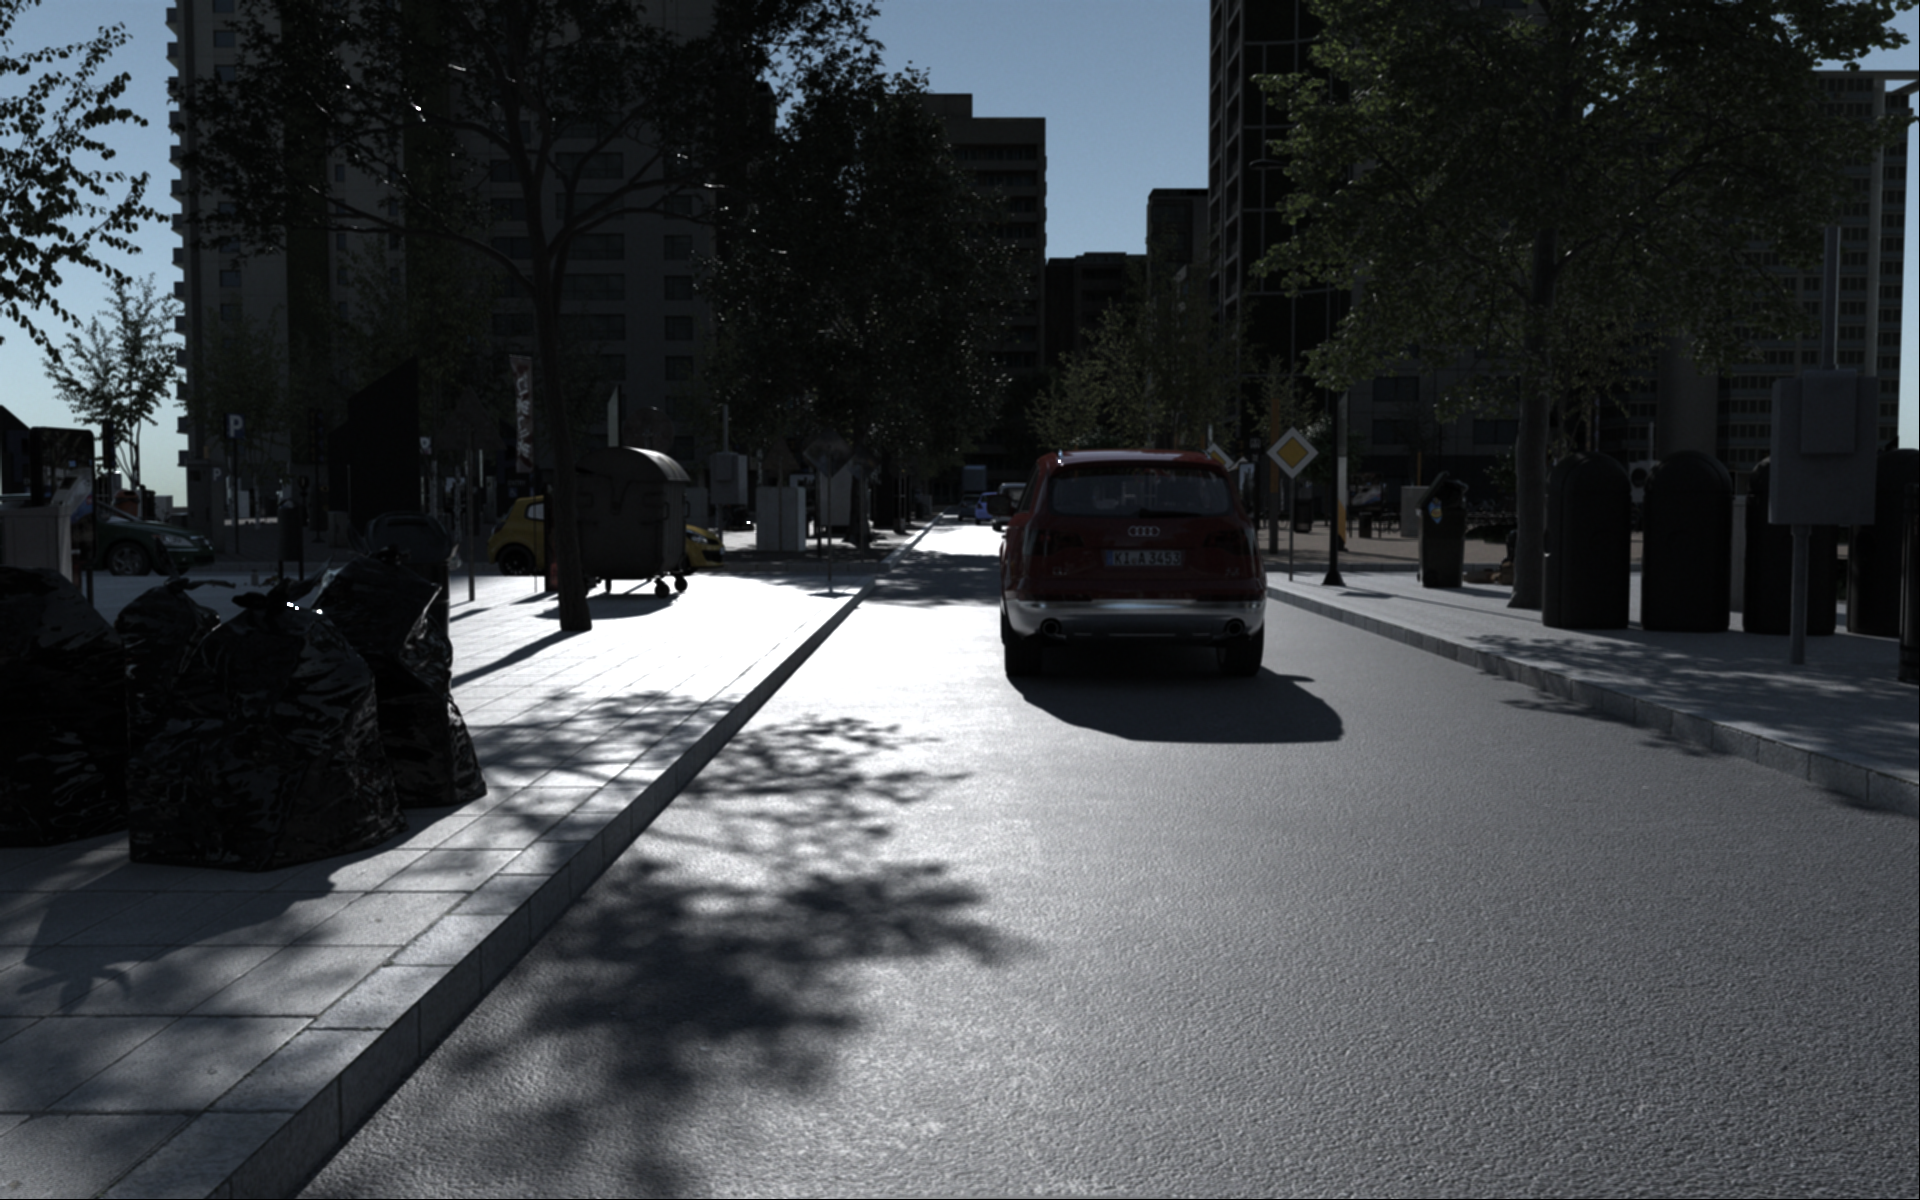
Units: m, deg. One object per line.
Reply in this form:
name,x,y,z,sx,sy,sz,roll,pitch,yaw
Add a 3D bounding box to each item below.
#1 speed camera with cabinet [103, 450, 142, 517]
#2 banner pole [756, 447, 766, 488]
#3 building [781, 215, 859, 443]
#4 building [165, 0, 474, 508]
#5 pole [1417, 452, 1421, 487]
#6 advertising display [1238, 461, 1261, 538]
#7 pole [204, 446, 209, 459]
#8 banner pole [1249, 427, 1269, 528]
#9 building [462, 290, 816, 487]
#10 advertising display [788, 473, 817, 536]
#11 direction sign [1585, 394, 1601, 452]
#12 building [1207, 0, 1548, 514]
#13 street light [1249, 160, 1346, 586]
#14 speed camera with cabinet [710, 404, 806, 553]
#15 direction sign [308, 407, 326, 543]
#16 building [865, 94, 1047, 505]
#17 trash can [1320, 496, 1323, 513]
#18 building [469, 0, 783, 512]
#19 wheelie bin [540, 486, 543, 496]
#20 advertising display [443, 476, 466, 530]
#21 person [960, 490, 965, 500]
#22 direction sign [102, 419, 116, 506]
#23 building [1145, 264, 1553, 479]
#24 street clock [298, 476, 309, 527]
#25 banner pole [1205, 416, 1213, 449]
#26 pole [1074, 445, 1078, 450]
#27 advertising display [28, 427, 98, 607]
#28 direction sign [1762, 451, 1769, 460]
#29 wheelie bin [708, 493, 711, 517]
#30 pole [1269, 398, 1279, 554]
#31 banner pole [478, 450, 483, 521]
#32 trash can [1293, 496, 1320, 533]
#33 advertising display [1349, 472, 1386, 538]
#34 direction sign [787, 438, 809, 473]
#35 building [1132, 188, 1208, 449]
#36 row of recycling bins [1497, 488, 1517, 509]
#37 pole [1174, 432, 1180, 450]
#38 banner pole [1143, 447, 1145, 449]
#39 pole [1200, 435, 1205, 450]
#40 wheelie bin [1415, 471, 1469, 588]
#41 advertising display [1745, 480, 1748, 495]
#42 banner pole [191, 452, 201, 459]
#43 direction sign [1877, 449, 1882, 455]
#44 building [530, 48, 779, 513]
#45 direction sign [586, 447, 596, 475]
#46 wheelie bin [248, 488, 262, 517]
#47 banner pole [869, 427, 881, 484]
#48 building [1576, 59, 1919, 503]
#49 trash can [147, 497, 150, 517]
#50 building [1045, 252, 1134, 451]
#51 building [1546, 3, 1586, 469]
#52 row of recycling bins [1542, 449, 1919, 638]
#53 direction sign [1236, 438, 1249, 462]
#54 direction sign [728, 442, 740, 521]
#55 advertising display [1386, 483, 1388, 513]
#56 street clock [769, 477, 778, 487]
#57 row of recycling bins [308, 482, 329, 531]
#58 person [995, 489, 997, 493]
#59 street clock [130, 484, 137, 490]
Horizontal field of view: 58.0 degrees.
speed camera with cabinet,-35.360,-4.811,72.996,0.660,3.252,2.038,0,4,7
banner pole,-9.353,-5.620,81.901,0.401,3.779,0.863,2,4,33
building,-23.318,-32.233,218.894,23.993,40.220,32.217,0,4,0
building,-57.240,-37.947,162.435,28.212,58.520,21.231,0,4,0
pole,22.221,-5.505,83.855,0.158,3.312,0.155,0,3,0
advertising display,5.755,-1.792,34.514,0.123,1.923,0.974,-1,4,-11
pole,-31.839,-4.857,73.263,0.158,3.312,0.155,0,3,0
banner pole,11.250,-4.594,65.131,0.863,3.779,0.401,1,4,20
building,-27.652,-19.295,160.506,28.899,21.520,27.650,0,4,0
advertising display,-4.781,-2.907,52.739,0.974,1.923,0.123,2,4,24
direction sign,14.440,-2.910,39.582,0.379,3.537,0.876,0,4,1
building,26.457,-41.567,117.880,20.563,71.187,20.611,0,4,0
street light,4.723,-3.163,24.251,1.470,5.913,1.316,0,4,0
speed camera with cabinet,-4.455,-2.686,38.259,2.038,3.252,0.660,1,4,14
direction sign,-16.992,-3.288,45.759,0.379,3.537,0.876,0,4,3
building,-0.533,-36.066,213.374,21.600,48.544,21.300,0,4,0
trash can,21.708,-5.738,105.471,0.748,1.137,0.748,0,3,0
building,-24.371,-42.440,132.138,20.563,71.187,20.611,0,4,0
wheelie bin,-16.082,-3.676,68.012,0.980,1.594,0.693,-2,4,-26
advertising display,-18.131,-3.495,62.361,0.974,1.923,0.123,-3,5,-43
person,0.170,-7.703,134.993,0.434,1.755,0.990,1,4,16
direction sign,-26.051,-3.734,53.056,0.379,3.537,0.876,0,4,-5
building,30.798,-18.316,144.503,27.650,21.520,28.899,0,4,0
street clock,-25.870,-3.898,68.306,0.471,2.002,0.358,3,5,41
banner pole,7.876,-3.966,54.861,0.401,3.779,0.863,2,4,24
pole,4.786,-4.744,71.405,0.158,3.312,0.155,0,3,0
advertising display,-8.793,-0.722,17.018,0.123,1.923,0.974,0,4,2
direction sign,42.203,-6.007,90.207,0.876,3.537,0.379,1,4,19
wheelie bin,-14.418,-5.464,97.241,0.980,1.594,0.693,-3,4,-38
pole,6.702,-2.635,36.933,0.158,3.312,0.155,0,3,0
banner pole,-22.563,-5.595,81.492,0.401,3.779,0.863,-2,4,-30
trash can,11.291,-2.781,57.118,0.748,1.137,0.748,0,3,0
advertising display,11.932,-2.796,50.930,0.974,1.923,0.123,2,4,23
direction sign,-6.517,-4.753,69.708,0.876,3.537,0.379,0,4,-1
building,24.640,-24.120,166.057,14.160,30.474,14.107,0,4,0
row of recycling bins,32.233,-5.764,101.359,1.069,1.692,3.534,0,4,4
pole,7.154,-3.875,57.202,0.158,3.312,0.155,0,3,0
banner pole,9.913,-6.214,91.620,0.863,3.779,0.401,-2,4,-31
pole,8.396,-4.048,60.035,0.158,3.312,0.155,0,3,0
wheelie bin,6.681,-0.984,23.990,0.693,1.594,0.980,1,4,8
advertising display,36.807,-4.574,79.996,0.974,1.923,0.123,2,4,30
banner pole,-45.022,-6.856,102.113,0.401,3.779,0.863,2,4,27
direction sign,45.998,-5.806,86.932,0.379,3.537,0.876,0,4,3
building,-19.921,-21.061,116.043,14.160,30.474,14.107,0,4,0
direction sign,-17.759,-5.585,83.307,0.379,3.537,0.876,-3,5,-41
wheelie bin,-39.636,-5.466,97.277,0.693,1.594,0.980,2,4,24
banner pole,-2.832,-3.960,54.758,0.863,3.779,0.401,-2,4,-35
building,68.799,-28.477,157.480,23.993,40.220,32.217,0,4,0
trash can,-38.780,-4.327,82.406,0.748,1.137,0.748,0,3,0
building,17.323,-26.802,209.911,14.107,30.474,14.160,0,4,0
building,46.014,-32.923,161.996,21.600,48.544,21.300,0,4,0
row of recycling bins,7.323,-0.557,16.226,3.534,1.692,1.069,1,4,20
direction sign,11.480,-4.736,69.431,0.876,3.537,0.379,1,4,18
direction sign,-9.886,-5.128,75.846,0.379,3.537,0.876,-3,5,-40
advertising display,24.168,-5.745,99.152,0.123,1.923,0.974,-1,4,-19
street clock,-6.878,-3.622,63.783,0.358,2.002,0.471,-1,4,-20
row of recycling bins,-21.214,-3.315,61.313,3.534,1.692,1.069,-1,4,-15
person,2.395,-6.896,121.697,0.683,1.767,0.568,-2,4,-28
street clock,-49.004,-6.005,102.750,0.358,2.002,0.471,-3,5,-42
